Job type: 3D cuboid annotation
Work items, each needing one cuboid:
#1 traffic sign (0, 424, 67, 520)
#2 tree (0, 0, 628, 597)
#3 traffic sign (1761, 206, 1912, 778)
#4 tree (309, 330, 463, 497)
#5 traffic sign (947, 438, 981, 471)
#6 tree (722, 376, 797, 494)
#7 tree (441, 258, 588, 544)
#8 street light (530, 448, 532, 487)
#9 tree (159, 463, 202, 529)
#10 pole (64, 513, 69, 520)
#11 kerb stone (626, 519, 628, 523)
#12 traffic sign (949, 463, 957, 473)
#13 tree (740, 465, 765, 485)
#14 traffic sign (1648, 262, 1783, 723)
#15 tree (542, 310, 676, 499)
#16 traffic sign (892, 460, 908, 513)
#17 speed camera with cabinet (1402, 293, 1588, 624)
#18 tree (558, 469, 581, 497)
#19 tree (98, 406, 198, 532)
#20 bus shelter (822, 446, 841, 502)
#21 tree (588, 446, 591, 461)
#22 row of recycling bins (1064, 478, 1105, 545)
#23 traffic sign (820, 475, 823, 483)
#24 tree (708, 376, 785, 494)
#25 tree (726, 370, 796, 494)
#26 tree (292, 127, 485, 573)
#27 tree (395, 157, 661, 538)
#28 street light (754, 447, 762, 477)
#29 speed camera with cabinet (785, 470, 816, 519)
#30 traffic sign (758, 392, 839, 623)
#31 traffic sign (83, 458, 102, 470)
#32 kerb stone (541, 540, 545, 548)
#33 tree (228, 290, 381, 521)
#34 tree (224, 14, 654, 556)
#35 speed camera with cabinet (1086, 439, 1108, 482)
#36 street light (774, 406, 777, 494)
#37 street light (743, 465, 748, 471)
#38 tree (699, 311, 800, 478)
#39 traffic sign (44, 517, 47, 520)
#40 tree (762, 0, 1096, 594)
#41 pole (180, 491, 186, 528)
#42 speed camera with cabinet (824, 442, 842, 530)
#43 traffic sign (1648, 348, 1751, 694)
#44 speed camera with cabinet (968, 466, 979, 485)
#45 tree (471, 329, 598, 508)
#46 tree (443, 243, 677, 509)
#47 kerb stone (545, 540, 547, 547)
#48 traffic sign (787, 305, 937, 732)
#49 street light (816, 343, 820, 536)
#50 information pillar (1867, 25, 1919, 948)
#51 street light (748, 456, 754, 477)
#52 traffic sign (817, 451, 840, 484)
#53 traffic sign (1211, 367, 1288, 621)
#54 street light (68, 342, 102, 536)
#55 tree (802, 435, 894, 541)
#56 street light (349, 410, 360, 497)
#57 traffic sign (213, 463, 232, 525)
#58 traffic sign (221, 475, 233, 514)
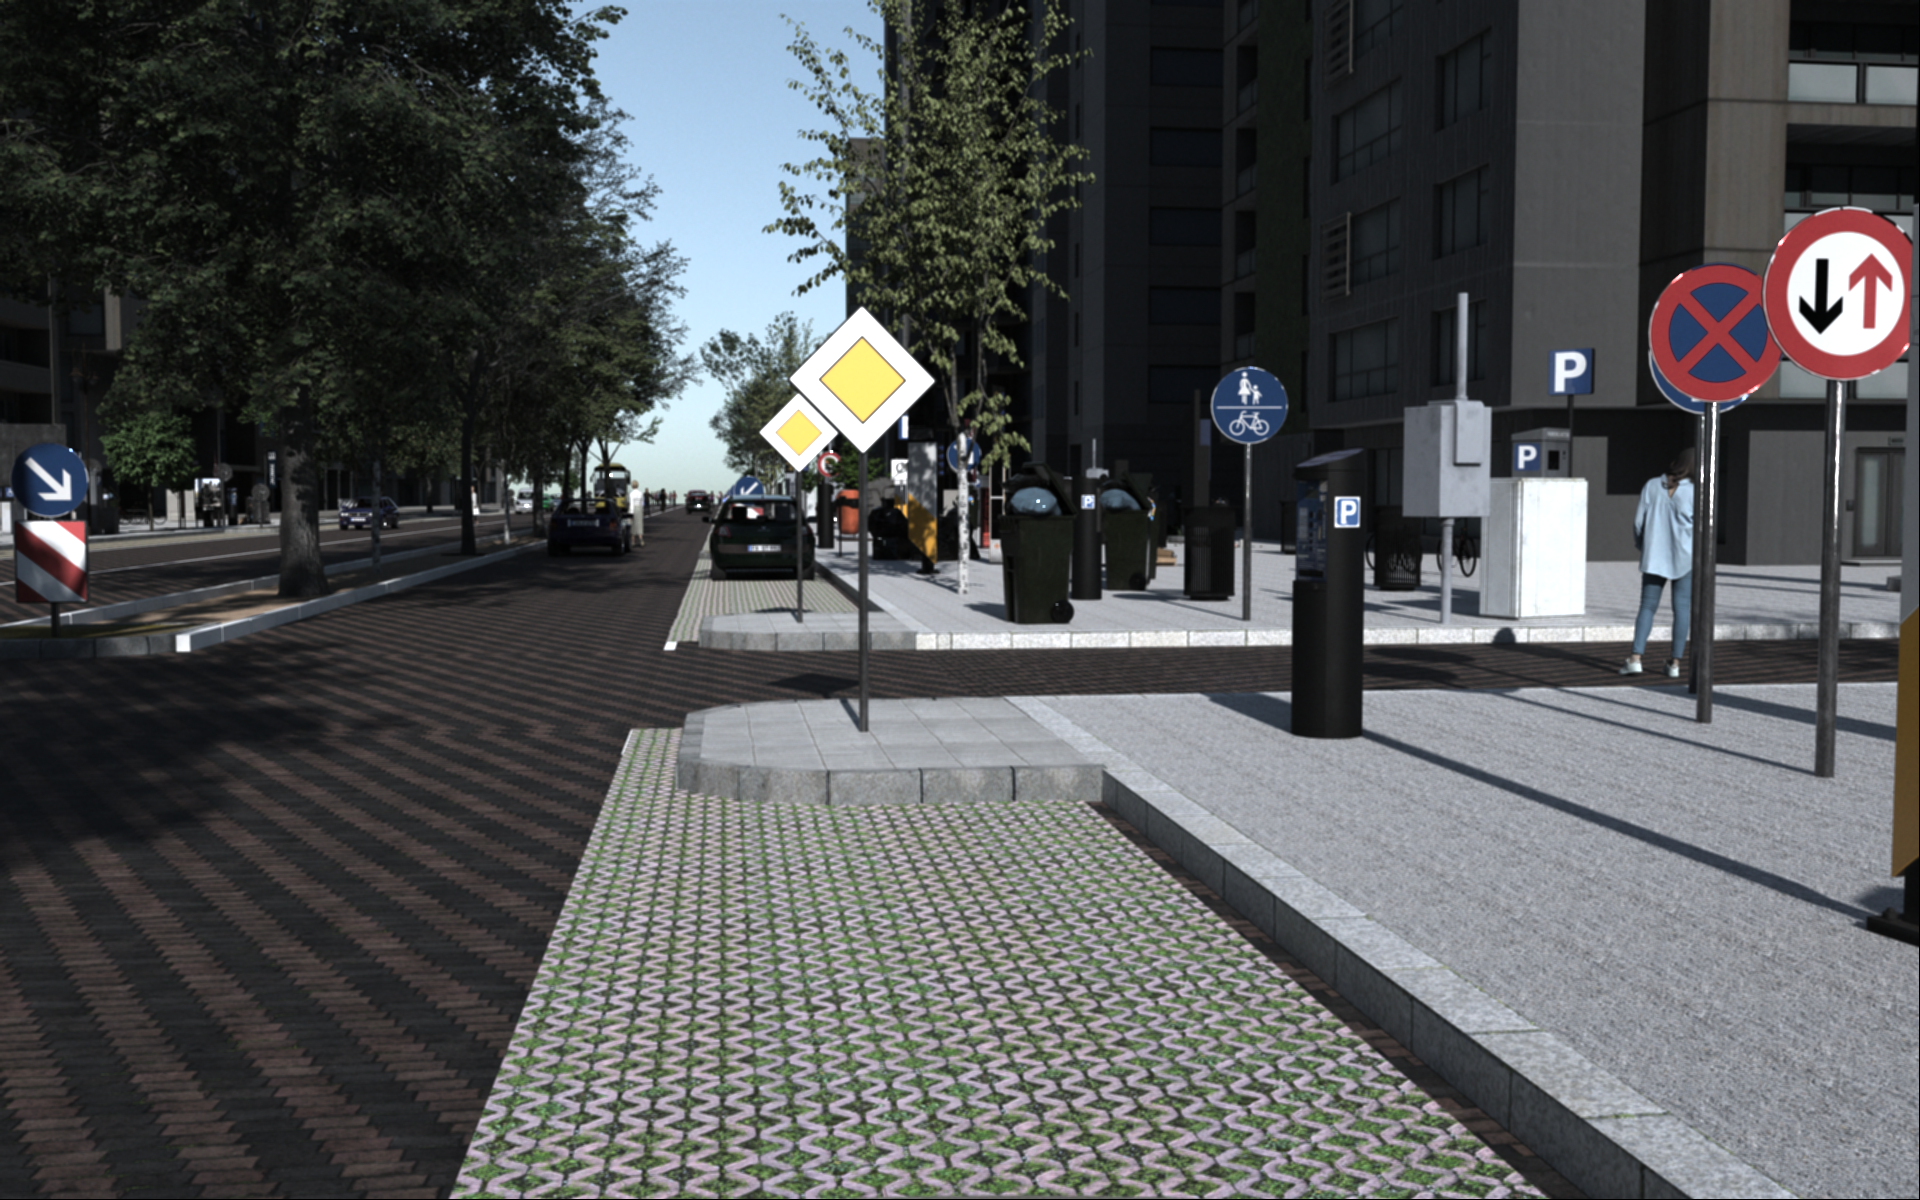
[{"bbox_3d":[-27.083,-3.448,50.242,2.265,3.308,0.079,0,4,-5],"label":"traffic sign"},{"bbox_3d":[-9.198,-7.016,23.830,9.857,13.997,8.962,0,3,0],"label":"tree"},{"bbox_3d":[3.927,-0.470,7.789,0.768,2.556,0.104,0,4,-5],"label":"traffic sign"},{"bbox_3d":[-33.048,-11.137,99.094,9.611,12.733,9.660,0,3,0],"label":"tree"},{"bbox_3d":[0.090,-2.391,39.206,0.768,2.556,0.104,0,4,-1],"label":"traffic sign"},{"bbox_3d":[-17.056,-13.988,154.454,9.928,11.665,9.643,0,3,0],"label":"tree"},{"bbox_3d":[-12.740,-5.849,48.447,4.360,8.622,3.978,0,3,0],"label":"tree"},{"bbox_3d":[-42.869,-12.244,172.975,0.468,5.910,1.993,0,4,-8],"label":"street light"},{"bbox_3d":[-28.387,-4.190,63.115,1.663,3.219,1.824,0,3,0],"label":"tree"},{"bbox_3d":[-44.768,-5.676,86.640,0.158,3.312,0.155,0,3,0],"label":"pole"},{"bbox_3d":[-17.066,-4.109,89.376,0.120,0.150,1.000,0,4,-8],"label":"kerb stone"},{"bbox_3d":[0.084,-2.769,45.386,0.768,2.556,0.104,0,4,2],"label":"traffic sign"},{"bbox_3d":[-22.820,-12.641,190.389,4.285,4.588,4.351,0,3,0],"label":"tree"},{"bbox_3d":[4.176,-0.583,9.644,0.768,2.556,0.104,0,4,0],"label":"traffic sign"},{"bbox_3d":[-17.575,-9.632,85.693,9.928,11.665,9.643,0,3,0],"label":"tree"},{"bbox_3d":[-1.733,-3.007,51.298,0.606,2.300,0.079,0,3,0],"label":"traffic sign"},{"bbox_3d":[5.466,-1.425,17.635,2.038,3.252,0.660,-2,4,-28],"label":"speed camera with cabinet"},{"bbox_3d":[-48.691,-14.184,215.625,4.285,4.588,4.351,0,3,0],"label":"tree"},{"bbox_3d":[-27.582,-4.608,59.055,4.285,4.588,4.351,0,3,0],"label":"tree"},{"bbox_3d":[-6.206,-5.844,86.838,1.731,3.624,6.357,0,4,-8],"label":"bus shelter"},{"bbox_3d":[-50.700,-16.986,228.088,4.360,8.622,3.978,0,3,0],"label":"tree"},{"bbox_3d":[2.558,-2.336,45.313,1.069,1.692,3.534,-3,4,-38],"label":"row of recycling bins"},{"bbox_3d":[-7.099,-5.581,91.348,0.768,2.556,0.104,0,4,-1],"label":"traffic sign"},{"bbox_3d":[-15.258,-12.344,136.233,8.767,10.594,7.601,-3,4,-36],"label":"tree"},{"bbox_3d":[-11.388,-9.593,107.207,4.360,8.622,3.978,0,3,0],"label":"tree"},{"bbox_3d":[-10.609,-4.797,31.252,4.737,8.622,4.395,0,3,0],"label":"tree"},{"bbox_3d":[-13.553,-8.261,55.646,7.486,12.596,7.792,0,3,0],"label":"tree"},{"bbox_3d":[-14.912,-9.582,129.461,0.468,5.910,1.993,0,4,-8],"label":"street light"},{"bbox_3d":[-8.010,-5.701,87.554,0.660,3.252,2.038,-2,4,-33],"label":"speed camera with cabinet"},{"bbox_3d":[-1.598,-0.829,17.204,0.795,2.450,0.064,0,4,-8],"label":"traffic sign"},{"bbox_3d":[-31.082,-3.783,61.955,0.768,2.556,0.104,0,4,-7],"label":"traffic sign"},{"bbox_3d":[-11.132,-1.436,45.705,0.120,0.150,1.000,0,4,-8],"label":"kerb stone"},{"bbox_3d":[-30.811,-9.529,81.562,9.928,11.665,9.643,0,3,0],"label":"tree"},{"bbox_3d":[-11.477,-7.776,39.963,12.009,13.543,11.850,0,3,0],"label":"tree"},{"bbox_3d":[4.459,-4.110,61.542,0.660,3.252,2.038,3,5,44],"label":"speed camera with cabinet"},{"bbox_3d":[-9.700,-7.238,91.122,0.468,5.910,1.993,0,4,-8],"label":"street light"},{"bbox_3d":[-25.814,-14.566,210.934,0.468,5.910,1.993,0,4,-8],"label":"street light"},{"bbox_3d":[-19.591,-19.700,177.991,12.611,20.169,13.585,0,3,0],"label":"tree"},{"bbox_3d":[-27.477,-3.174,51.999,0.768,2.556,0.104,0,4,-1],"label":"traffic sign"},{"bbox_3d":[-0.123,-4.373,21.853,4.737,8.622,4.395,0,3,0],"label":"tree"},{"bbox_3d":[-29.061,-4.333,64.693,0.158,3.312,0.155,0,3,0],"label":"pole"},{"bbox_3d":[-4.248,-4.190,62.848,0.660,3.252,2.038,-2,4,-29],"label":"speed camera with cabinet"},{"bbox_3d":[4.735,-0.671,11.076,0.768,2.556,0.104,0,4,-3],"label":"traffic sign"},{"bbox_3d":[0.468,-4.656,70.466,0.660,3.252,2.038,0,4,2],"label":"speed camera with cabinet"},{"bbox_3d":[-41.811,-18.542,159.057,12.611,20.169,13.585,0,3,0],"label":"tree"},{"bbox_3d":[-14.653,-7.759,63.725,8.767,10.594,7.601,0,4,-8],"label":"tree"},{"bbox_3d":[-11.271,-1.500,46.723,0.120,0.150,1.000,0,4,-8],"label":"kerb stone"},{"bbox_3d":[-0.523,-0.346,9.292,0.795,2.450,0.064,0,4,-8],"label":"traffic sign"},{"bbox_3d":[-4.359,-4.921,53.246,0.468,5.910,1.993,0,4,-8],"label":"street light"},{"bbox_3d":[2.816,-0.820,4.758,0.183,3.616,0.504,-1,4,-15],"label":"information pillar"},{"bbox_3d":[-19.949,-11.902,167.378,0.468,5.910,1.993,0,4,-8],"label":"street light"},{"bbox_3d":[-3.889,-3.165,51.851,0.768,2.556,0.104,0,4,-4],"label":"traffic sign"},{"bbox_3d":[2.906,-1.063,17.489,0.768,2.556,0.104,0,4,2],"label":"traffic sign"},{"bbox_3d":[-26.530,-4.883,52.622,0.468,5.910,1.993,0,4,-8],"label":"street light"},{"bbox_3d":[-3.030,-3.245,47.663,1.663,3.219,1.824,0,3,0],"label":"tree"},{"bbox_3d":[-31.730,-7.229,90.980,0.468,5.910,1.993,0,4,-8],"label":"street light"},{"bbox_3d":[-30.081,-4.316,70.677,0.768,2.556,0.104,0,4,-5],"label":"traffic sign"},{"bbox_3d":[-30.540,-4.323,71.864,0.795,2.450,0.064,0,4,-5],"label":"traffic sign"}]
